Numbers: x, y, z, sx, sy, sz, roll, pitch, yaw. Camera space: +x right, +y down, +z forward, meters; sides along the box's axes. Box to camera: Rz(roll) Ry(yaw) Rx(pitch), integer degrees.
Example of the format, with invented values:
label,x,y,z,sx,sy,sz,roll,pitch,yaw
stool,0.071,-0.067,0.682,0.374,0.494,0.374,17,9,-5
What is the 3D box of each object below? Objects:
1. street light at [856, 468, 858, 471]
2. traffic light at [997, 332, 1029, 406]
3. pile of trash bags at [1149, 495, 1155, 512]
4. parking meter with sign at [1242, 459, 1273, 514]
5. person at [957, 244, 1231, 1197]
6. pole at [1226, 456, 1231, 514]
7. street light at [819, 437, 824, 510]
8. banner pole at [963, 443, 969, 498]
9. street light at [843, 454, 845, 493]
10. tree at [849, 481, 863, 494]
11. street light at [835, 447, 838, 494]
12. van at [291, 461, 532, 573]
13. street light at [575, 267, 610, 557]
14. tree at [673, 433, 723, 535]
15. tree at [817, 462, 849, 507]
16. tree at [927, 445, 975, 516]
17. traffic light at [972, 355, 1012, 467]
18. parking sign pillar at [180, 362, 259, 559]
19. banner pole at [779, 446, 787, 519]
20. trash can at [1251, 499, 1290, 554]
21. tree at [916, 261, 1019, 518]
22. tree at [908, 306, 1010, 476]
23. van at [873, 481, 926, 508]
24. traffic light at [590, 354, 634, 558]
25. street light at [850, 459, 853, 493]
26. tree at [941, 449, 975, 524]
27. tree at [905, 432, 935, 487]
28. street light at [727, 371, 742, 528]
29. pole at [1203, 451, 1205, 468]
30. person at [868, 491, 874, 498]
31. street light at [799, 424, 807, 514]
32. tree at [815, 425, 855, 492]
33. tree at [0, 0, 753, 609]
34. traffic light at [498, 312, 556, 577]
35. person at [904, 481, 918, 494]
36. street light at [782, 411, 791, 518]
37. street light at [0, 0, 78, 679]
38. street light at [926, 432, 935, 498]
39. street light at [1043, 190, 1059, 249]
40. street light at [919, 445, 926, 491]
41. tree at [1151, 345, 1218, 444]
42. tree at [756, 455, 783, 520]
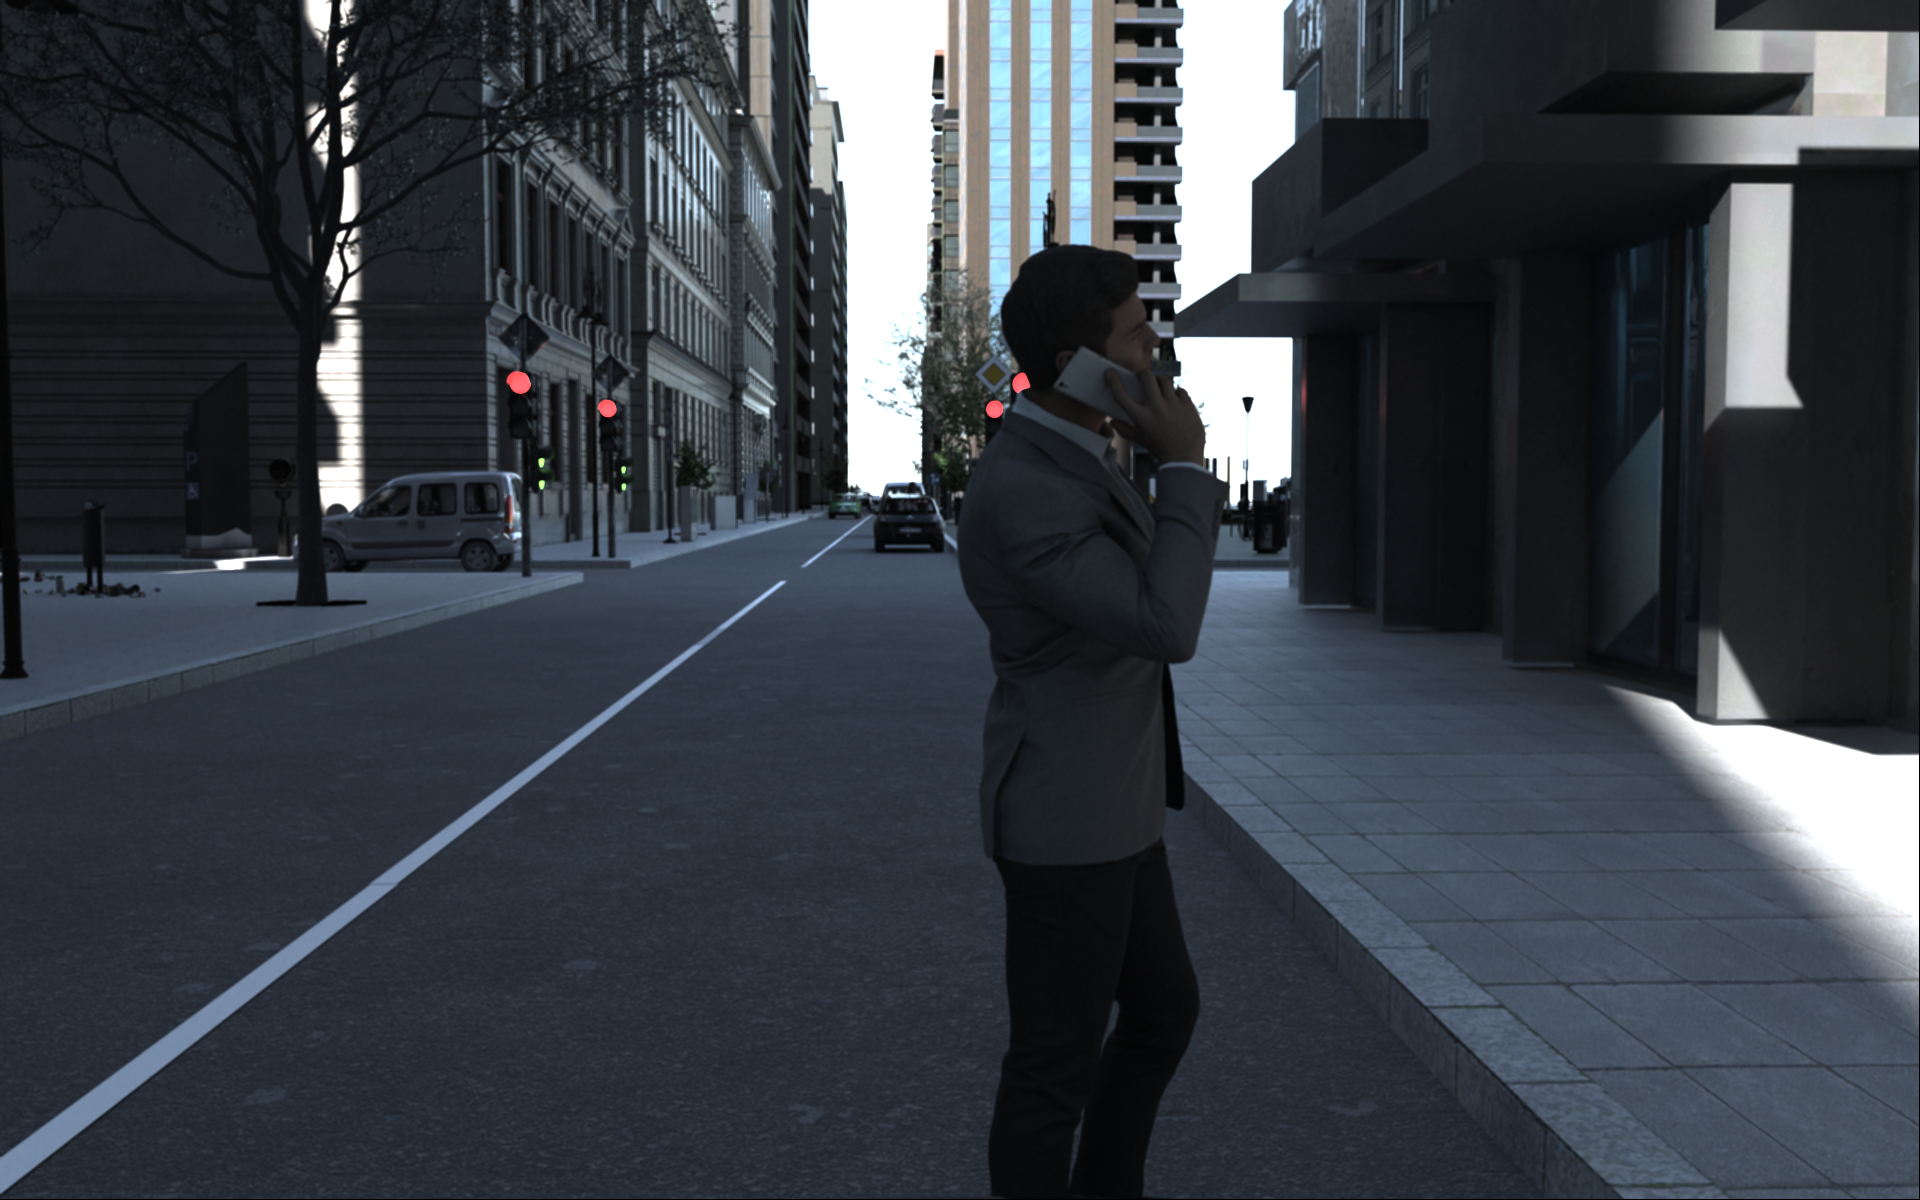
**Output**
label,x,y,z,sx,sy,sz,roll,pitch,yaw
street light,-15.098,-17.175,253.603,0.468,5.910,1.993,0,4,-2
traffic light,0.945,-2.333,27.067,0.839,4.253,0.868,0,4,-2
pile of trash bags,6.560,-3.283,63.430,1.912,1.369,3.447,1,4,8
parking meter with sign,14.971,-5.516,86.448,1.738,3.016,0.543,3,4,39
person,0.223,0.360,2.793,0.473,1.802,0.592,1,4,20
pole,14.230,-5.990,91.776,0.158,3.312,0.155,0,3,0
street light,-11.247,-10.283,140.906,0.468,5.910,1.993,0,4,-2
banner pole,0.287,-5.806,84.952,0.401,3.779,0.863,-1,4,-22
street light,-13.072,-13.578,194.788,0.468,5.910,1.993,0,4,-2
tree,-15.463,-16.161,258.840,1.663,3.219,1.824,0,3,0
street light,-12.175,-12.102,170.649,0.468,5.910,1.993,0,4,-2
van,-9.895,-1.484,31.280,4.112,2.044,2.013,0,4,-2
street light,-7.474,-3.828,35.377,0.468,5.910,1.993,0,4,-2
tree,-8.553,-3.663,54.498,1.663,3.219,1.824,0,3,0
tree,-13.138,-11.935,178.844,4.285,4.588,4.351,0,3,0
tree,-0.402,-7.310,103.224,4.285,4.588,4.351,0,3,0
traffic light,0.665,-2.821,35.047,0.839,4.253,0.868,0,4,-2
parking sign pillar,-14.923,-2.833,34.797,1.447,3.967,1.447,1,4,23
banner pole,-9.299,-6.121,90.102,0.401,3.779,0.863,1,4,14
trash can,6.658,-1.579,37.472,0.748,1.137,0.748,0,3,0
tree,-0.515,-11.107,91.966,12.009,13.543,11.850,0,3,0
tree,0.332,-7.126,66.870,4.737,8.622,4.395,0,3,0
van,-1.916,-3.142,58.380,2.013,2.044,4.112,0,4,-3
traffic light,-6.991,-2.804,34.764,0.839,4.253,0.868,0,4,-2
street light,-14.057,-15.377,224.196,0.468,5.910,1.993,0,4,-2
tree,-0.153,-4.847,73.852,1.663,3.219,1.824,0,3,0
tree,-4.188,-15.170,198.387,4.360,8.622,3.978,0,3,0
street light,-8.464,-5.652,65.200,0.468,5.910,1.993,0,4,-2
pole,9.371,-4.469,66.917,0.158,3.312,0.155,0,3,0
person,-12.215,-13.678,232.152,1.348,1.821,0.705,1,4,9
street light,-10.083,-8.484,111.504,0.468,5.910,1.993,0,4,-2
tree,-13.522,-14.297,184.126,4.360,8.622,3.978,0,3,0
tree,-7.555,-6.690,19.748,12.009,13.543,11.850,0,3,0
traffic light,-6.711,-2.316,26.784,0.839,4.253,0.868,0,4,-2
person,-1.436,-2.706,52.756,0.555,1.821,0.388,0,4,-5
street light,-9.481,-7.454,94.667,0.468,5.910,1.993,0,4,-2
street light,-6.610,-2.394,11.923,0.468,5.910,1.993,0,4,-2
street light,-2.045,-9.402,126.505,0.468,5.910,1.993,0,4,-2
street light,1.364,-3.298,26.717,0.468,5.910,1.993,0,4,-2
street light,-3.201,-11.236,156.499,0.468,5.910,1.993,0,4,-2
tree,10.637,-8.342,86.757,4.737,8.622,4.395,0,3,0
tree,-9.555,-5.535,85.104,1.663,3.219,1.824,0,3,0
